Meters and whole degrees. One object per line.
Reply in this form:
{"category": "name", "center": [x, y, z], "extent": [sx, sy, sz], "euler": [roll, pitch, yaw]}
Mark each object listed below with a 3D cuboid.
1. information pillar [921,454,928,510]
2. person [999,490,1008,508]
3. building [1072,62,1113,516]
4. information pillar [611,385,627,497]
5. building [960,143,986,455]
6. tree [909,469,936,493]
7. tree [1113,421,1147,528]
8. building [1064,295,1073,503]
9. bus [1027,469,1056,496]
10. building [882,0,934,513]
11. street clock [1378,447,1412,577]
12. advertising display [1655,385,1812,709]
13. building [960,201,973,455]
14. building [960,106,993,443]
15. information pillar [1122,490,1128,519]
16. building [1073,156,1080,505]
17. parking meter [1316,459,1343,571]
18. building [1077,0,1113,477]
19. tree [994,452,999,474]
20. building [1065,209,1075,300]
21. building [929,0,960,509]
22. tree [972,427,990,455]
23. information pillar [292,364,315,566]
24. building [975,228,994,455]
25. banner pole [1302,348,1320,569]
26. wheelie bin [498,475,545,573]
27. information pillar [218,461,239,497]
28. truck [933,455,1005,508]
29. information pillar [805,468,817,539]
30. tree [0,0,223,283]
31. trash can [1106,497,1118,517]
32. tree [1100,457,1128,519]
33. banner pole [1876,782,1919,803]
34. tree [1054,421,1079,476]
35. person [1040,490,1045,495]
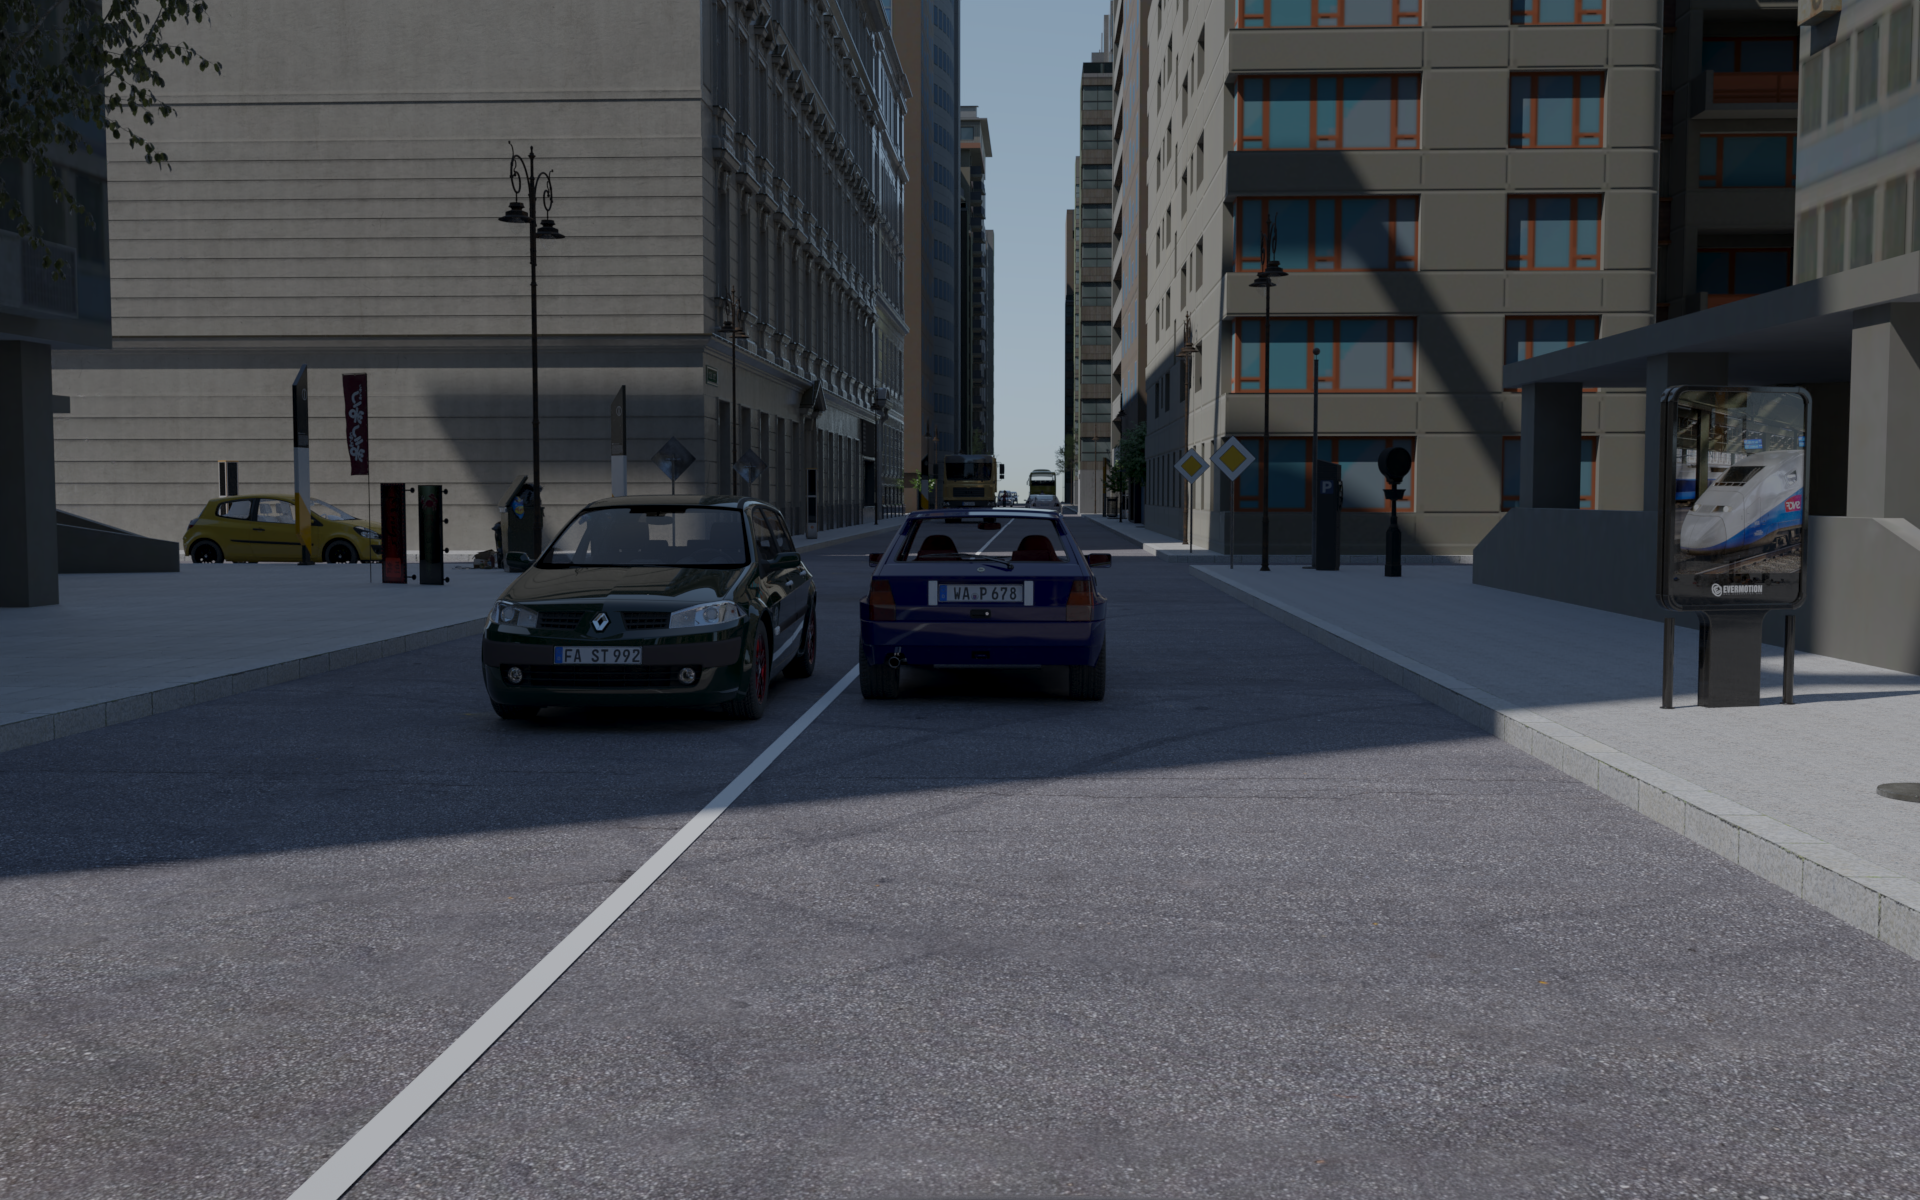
{"category": "information pillar", "center": [-2.037, -6.670, 100.404], "extent": [0.504, 3.616, 0.183], "euler": [-3, 5, -39]}
{"category": "person", "center": [3.284, -7.418, 130.503], "extent": [0.721, 1.743, 1.217], "euler": [-2, 4, -32]}
{"category": "building", "center": [15.195, -21.264, 119.368], "extent": [14.160, 30.474, 14.107], "euler": [0, 4, 3]}
{"category": "information pillar", "center": [-7.350, -2.815, 37.380], "extent": [0.183, 3.616, 0.504], "euler": [-3, 5, -44]}
{"category": "building", "center": [-8.134, -34.073, 211.711], "extent": [22.147, 44.769, 28.867], "euler": [0, 4, 3]}
{"category": "tree", "center": [-2.188, -7.153, 111.546], "extent": [1.663, 3.219, 1.824], "euler": [0, 3, 0]}
{"category": "tree", "center": [7.581, -5.076, 66.711], "extent": [4.285, 4.588, 4.351], "euler": [0, 3, 0]}
{"category": "building", "center": [22.106, -29.273, 250.311], "extent": [14.160, 30.474, 14.107], "euler": [0, 4, 3]}
{"category": "bus", "center": [8.044, -10.931, 170.266], "extent": [2.896, 3.916, 12.252], "euler": [0, 4, 2]}
{"category": "building", "center": [-9.137, -28.795, 120.915], "extent": [14.600, 45.320, 14.200], "euler": [0, 4, 3]}
{"category": "street clock", "center": [6.723, -1.362, 26.831], "extent": [0.471, 2.002, 0.358], "euler": [-1, 4, -20]}
{"category": "advertising display", "center": [4.645, -0.318, 10.411], "extent": [0.974, 1.923, 0.123], "euler": [-1, 4, -15]}
{"category": "building", "center": [-5.982, -24.852, 178.023], "extent": [14.160, 30.474, 14.107], "euler": [0, 4, 3]}
{"category": "building", "center": [-10.188, -39.785, 239.728], "extent": [28.713, 52.752, 27.495], "euler": [0, 4, 3]}
{"category": "information pillar", "center": [8.656, -5.259, 90.471], "extent": [0.304, 2.012, 0.304], "euler": [-3, 4, -38]}
{"category": "building", "center": [20.946, -32.305, 211.773], "extent": [14.154, 41.232, 14.086], "euler": [0, 4, 3]}
{"category": "parking meter", "center": [6.195, -1.427, 29.041], "extent": [0.399, 1.863, 0.255], "euler": [2, 4, 29]}
{"category": "building", "center": [23.873, -33.804, 172.299], "extent": [23.786, 49.044, 30.456], "euler": [0, 4, 3]}
{"category": "tree", "center": [4.308, -19.724, 272.845], "extent": [4.360, 8.622, 3.978], "euler": [0, 3, 0]}
{"category": "building", "center": [22.979, -37.545, 263.977], "extent": [14.600, 45.320, 14.200], "euler": [0, 4, 3]}
{"category": "building", "center": [-11.072, -36.690, 141.883], "extent": [21.231, 58.520, 28.212], "euler": [0, 4, 3]}
{"category": "tree", "center": [1.333, -14.715, 190.955], "extent": [4.737, 8.622, 4.395], "euler": [0, 3, 0]}
{"category": "information pillar", "center": [-11.794, -2.428, 31.045], "extent": [0.183, 3.616, 0.504], "euler": [0, 4, 3]}
{"category": "building", "center": [-2.041, -35.294, 260.658], "extent": [14.154, 41.232, 14.086], "euler": [0, 4, 3]}
{"category": "banner pole", "center": [6.132, -2.442, 29.948], "extent": [0.401, 3.779, 0.863], "euler": [1, 4, 9]}
{"category": "wheelie bin", "center": [-7.207, -1.261, 28.525], "extent": [0.693, 1.594, 0.980], "euler": [-2, 4, -27]}
{"category": "information pillar", "center": [-16.076, -2.056, 38.108], "extent": [0.304, 2.012, 0.304], "euler": [2, 4, 35]}
{"category": "truck", "center": [0.548, -5.592, 87.358], "extent": [3.469, 3.379, 9.791], "euler": [0, 4, 2]}
{"category": "information pillar", "center": [-4.246, -2.752, 49.481], "extent": [0.304, 2.012, 0.304], "euler": [-1, 4, -13]}
{"category": "tree", "center": [-6.835, -3.741, 11.521], "extent": [4.360, 8.622, 3.978], "euler": [0, 3, 0]}
{"category": "trash can", "center": [8.368, -5.103, 95.090], "extent": [0.748, 1.137, 0.748], "euler": [0, 3, 0]}
{"category": "tree", "center": [7.937, -5.763, 88.826], "extent": [1.663, 3.219, 1.824], "euler": [0, 3, 0]}
{"category": "banner pole", "center": [4.231, -1.040, 7.027], "extent": [0.401, 3.779, 0.863], "euler": [-2, 4, -32]}
{"category": "tree", "center": [13.970, -16.091, 197.502], "extent": [7.601, 10.594, 8.767], "euler": [3, 5, 41]}
{"category": "person", "center": [6.330, -7.521, 132.413], "extent": [0.756, 1.711, 0.436], "euler": [2, 4, 30]}
